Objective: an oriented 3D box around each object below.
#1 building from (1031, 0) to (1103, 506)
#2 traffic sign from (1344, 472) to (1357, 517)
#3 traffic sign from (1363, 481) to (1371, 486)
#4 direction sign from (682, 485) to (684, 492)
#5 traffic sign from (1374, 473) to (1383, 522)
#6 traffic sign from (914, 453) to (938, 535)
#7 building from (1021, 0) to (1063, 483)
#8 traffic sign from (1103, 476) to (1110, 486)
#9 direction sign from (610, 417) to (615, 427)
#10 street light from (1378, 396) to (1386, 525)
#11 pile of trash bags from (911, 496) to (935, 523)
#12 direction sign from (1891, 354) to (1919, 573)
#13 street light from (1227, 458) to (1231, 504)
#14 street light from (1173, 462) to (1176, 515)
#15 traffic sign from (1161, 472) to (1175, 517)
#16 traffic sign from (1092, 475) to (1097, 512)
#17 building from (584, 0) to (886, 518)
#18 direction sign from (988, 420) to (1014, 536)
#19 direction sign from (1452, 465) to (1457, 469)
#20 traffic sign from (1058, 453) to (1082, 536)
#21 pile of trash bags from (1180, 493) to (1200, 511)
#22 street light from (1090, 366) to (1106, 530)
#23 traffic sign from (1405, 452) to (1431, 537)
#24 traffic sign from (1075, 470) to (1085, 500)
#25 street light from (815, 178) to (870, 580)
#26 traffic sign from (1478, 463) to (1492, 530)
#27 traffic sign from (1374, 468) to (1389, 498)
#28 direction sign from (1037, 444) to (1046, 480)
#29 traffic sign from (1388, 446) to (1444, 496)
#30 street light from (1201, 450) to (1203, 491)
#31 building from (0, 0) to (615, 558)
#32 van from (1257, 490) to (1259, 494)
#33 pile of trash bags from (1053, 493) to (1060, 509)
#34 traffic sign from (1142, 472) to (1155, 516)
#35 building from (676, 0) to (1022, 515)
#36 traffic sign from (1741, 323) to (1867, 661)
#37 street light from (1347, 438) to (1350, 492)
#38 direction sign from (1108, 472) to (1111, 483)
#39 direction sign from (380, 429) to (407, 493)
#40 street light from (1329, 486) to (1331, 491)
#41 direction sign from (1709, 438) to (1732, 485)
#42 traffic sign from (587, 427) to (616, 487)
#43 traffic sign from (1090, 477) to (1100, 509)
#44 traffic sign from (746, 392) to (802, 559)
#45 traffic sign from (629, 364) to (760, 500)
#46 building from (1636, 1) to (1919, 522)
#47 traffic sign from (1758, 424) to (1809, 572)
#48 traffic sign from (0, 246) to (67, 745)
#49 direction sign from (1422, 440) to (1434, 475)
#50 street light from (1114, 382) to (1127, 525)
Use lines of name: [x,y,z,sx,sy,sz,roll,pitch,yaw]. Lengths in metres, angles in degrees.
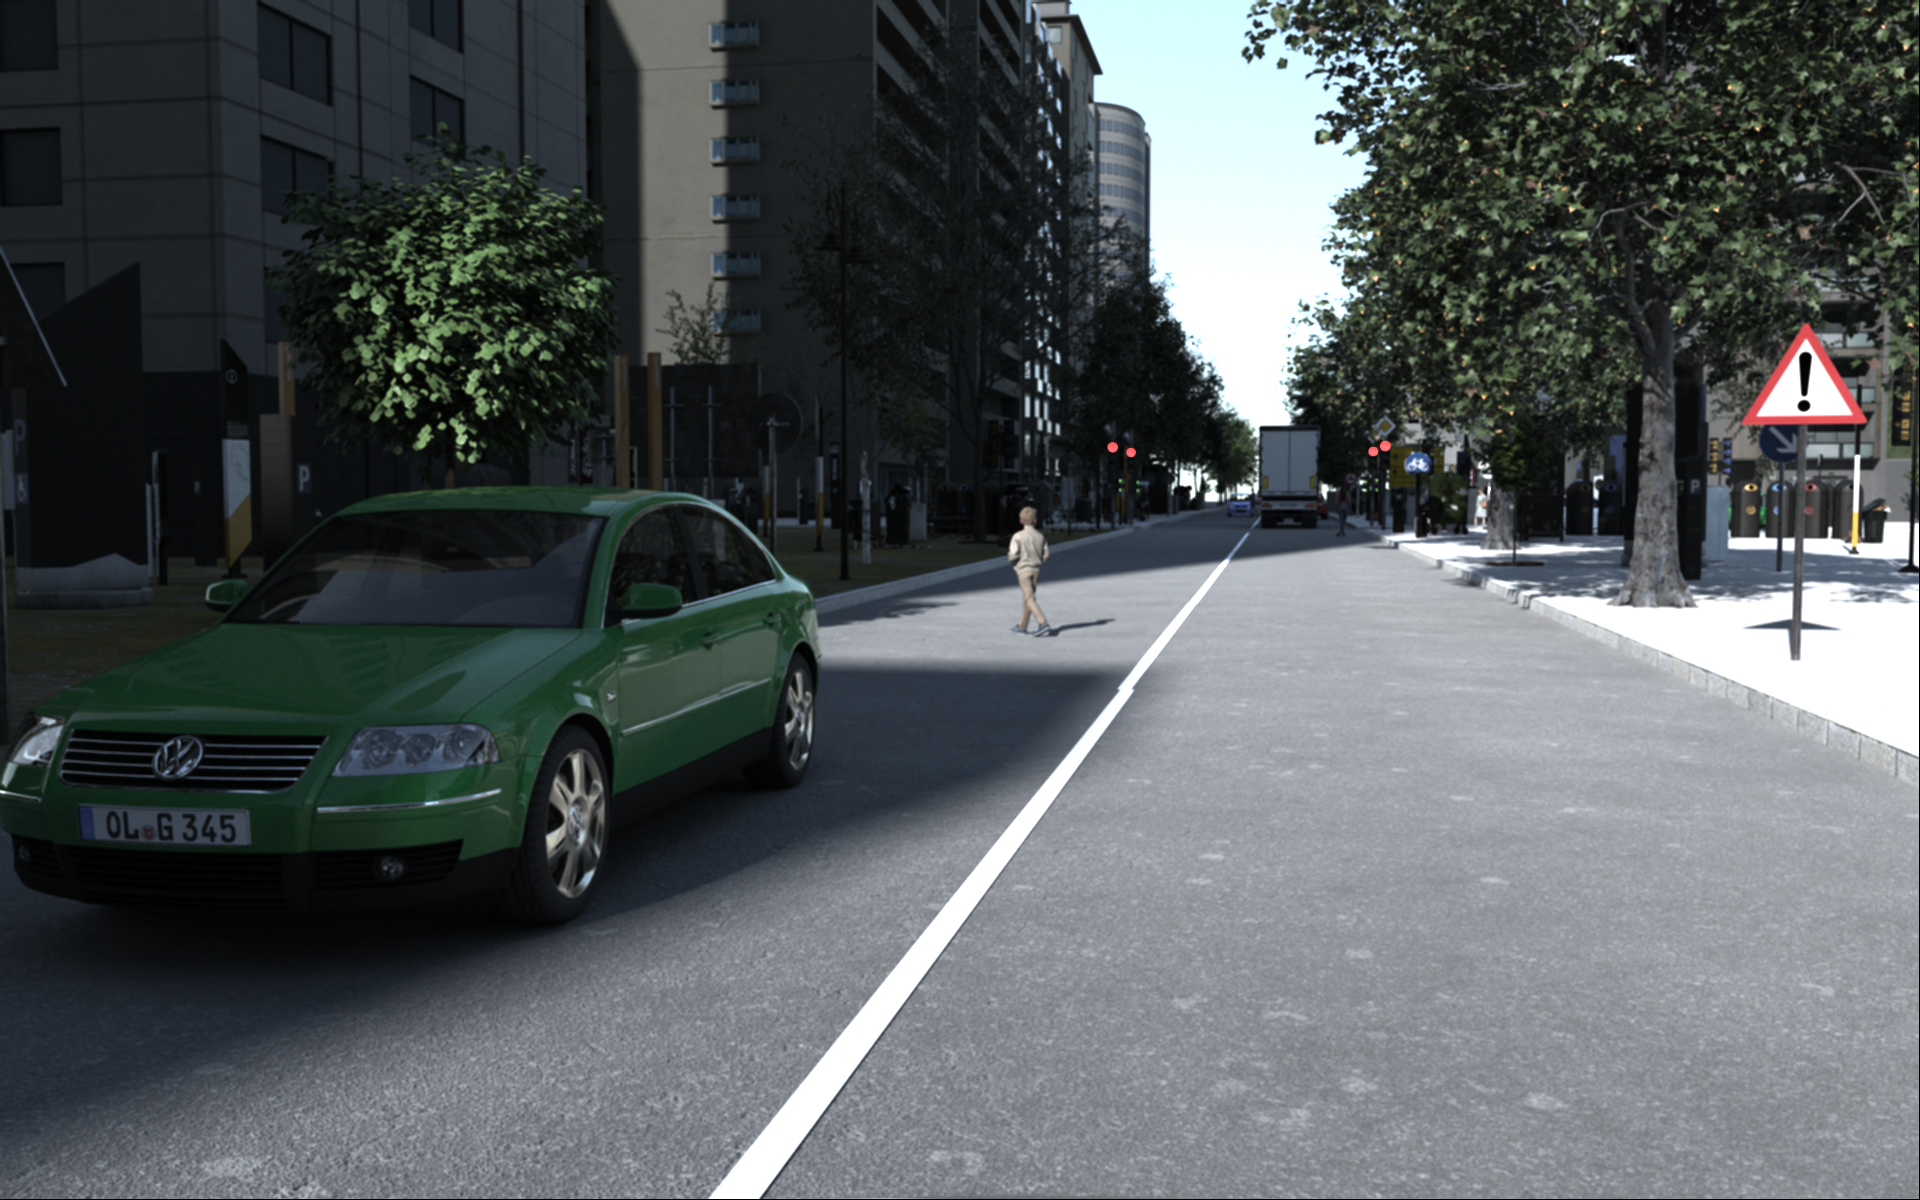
building: [0.362,-36.922,192.916,28.713,52.752,27.495,1,4,10]
traffic sign: [22.262,-6.032,98.724,0.768,2.556,0.104,1,4,15]
traffic sign: [27.270,-7.075,115.674,0.884,2.594,0.081,1,4,12]
direction sign: [-10.311,-4.425,64.350,0.876,3.537,0.379,-2,4,-32]
traffic sign: [19.495,-4.862,80.675,0.795,2.450,0.064,1,4,16]
traffic sign: [-1.058,-3.270,53.570,0.768,2.556,0.104,1,4,12]
building: [-2.518,-33.305,164.153,23.786,49.044,30.456,1,4,10]
traffic sign: [9.322,-6.772,111.912,0.795,2.450,0.064,1,4,11]
direction sign: [-9.803,-3.601,50.872,0.876,3.537,0.379,-1,4,-21]
street light: [17.299,-6.015,71.133,0.468,5.910,1.993,1,4,10]
pile of trash bags: [-1.711,-4.074,76.368,1.912,1.369,3.447,-3,5,-41]
direction sign: [15.525,-2.213,28.177,0.876,3.537,0.379,-1,4,-13]
street light: [35.583,-15.646,228.592,0.468,5.910,1.993,1,4,10]
street light: [13.429,-8.283,108.222,0.468,5.910,1.993,1,4,10]
traffic sign: [11.784,-6.005,98.283,0.768,2.556,0.104,1,4,13]
traffic sign: [8.344,-6.463,105.779,0.768,2.556,0.104,1,4,18]
building: [-13.100,-29.278,102.392,21.300,48.544,21.600,1,4,10]
direction sign: [1.254,-3.725,52.904,0.876,3.537,0.379,2,4,27]
direction sign: [38.028,-8.640,133.268,0.876,3.537,0.379,1,4,12]
traffic sign: [3.385,-3.263,53.456,0.768,2.556,0.104,1,4,13]
pile of trash bags: [17.850,-7.742,136.326,1.912,1.369,3.447,0,4,3]
street light: [4.996,-5.490,62.543,0.468,5.910,1.993,1,4,10]
traffic sign: [13.775,-3.184,52.169,0.768,2.556,0.104,1,4,14]
traffic sign: [5.654,-5.113,83.706,0.768,2.556,0.104,1,4,12]
street light: [-1.728,-3.240,25.768,0.468,5.910,1.993,1,4,10]
traffic sign: [17.810,-3.559,58.303,0.768,2.556,0.104,1,4,16]
traffic sign: [19.055,-4.804,78.550,0.884,2.594,0.081,1,4,13]
direction sign: [3.714,-5.320,78.981,0.379,3.537,0.876,2,4,26]
traffic sign: [19.314,-4.861,73.346,2.265,3.308,0.079,1,4,17]
street light: [20.684,-10.701,147.747,0.468,5.910,1.993,1,4,10]
building: [-22.798,-37.083,44.553,20.611,71.187,20.563,1,4,10]
van: [48.458,-16.690,277.270,2.240,2.365,5.245,1,4,10]
pile of trash bags: [6.133,-7.754,136.523,3.447,1.369,1.912,0,4,-1]
traffic sign: [10.931,-6.138,100.458,0.768,2.556,0.104,1,4,20]
building: [-7.392,-31.051,131.385,21.300,48.544,21.600,1,4,10]
traffic sign: [6.451,-0.813,13.294,0.884,2.594,0.081,1,4,14]
street light: [23.945,-8.206,106.952,0.468,5.910,1.993,1,4,10]
direction sign: [10.784,-7.996,122.729,0.379,3.537,0.876,-2,4,-34]
direction sign: [-9.884,-2.343,30.297,0.379,3.537,0.876,1,4,13]
street light: [30.998,-10.556,145.386,0.468,5.910,1.993,1,4,10]
direction sign: [30.613,-4.758,69.794,0.876,3.537,0.379,0,4,3]
traffic sign: [-5.394,-1.481,26.345,0.606,2.300,0.079,1,4,15]
traffic sign: [8.117,-6.228,103.952,0.606,2.300,0.079,1,4,18]
traffic sign: [-2.341,-1.321,21.704,0.768,2.556,0.104,1,4,19]
traffic sign: [-4.224,-2.046,27.320,2.265,3.308,0.079,1,4,15]
building: [41.524,-24.520,84.491,14.086,41.232,14.154,1,4,10]
traffic sign: [13.540,-1.740,28.552,0.768,2.556,0.104,1,4,11]
traffic sign: [-4.899,-0.538,8.803,0.884,2.594,0.081,1,4,19]
direction sign: [19.418,-4.888,71.922,0.379,3.537,0.876,-1,4,-17]
street light: [6.637,-6.038,71.509,0.468,5.910,1.993,1,4,10]
